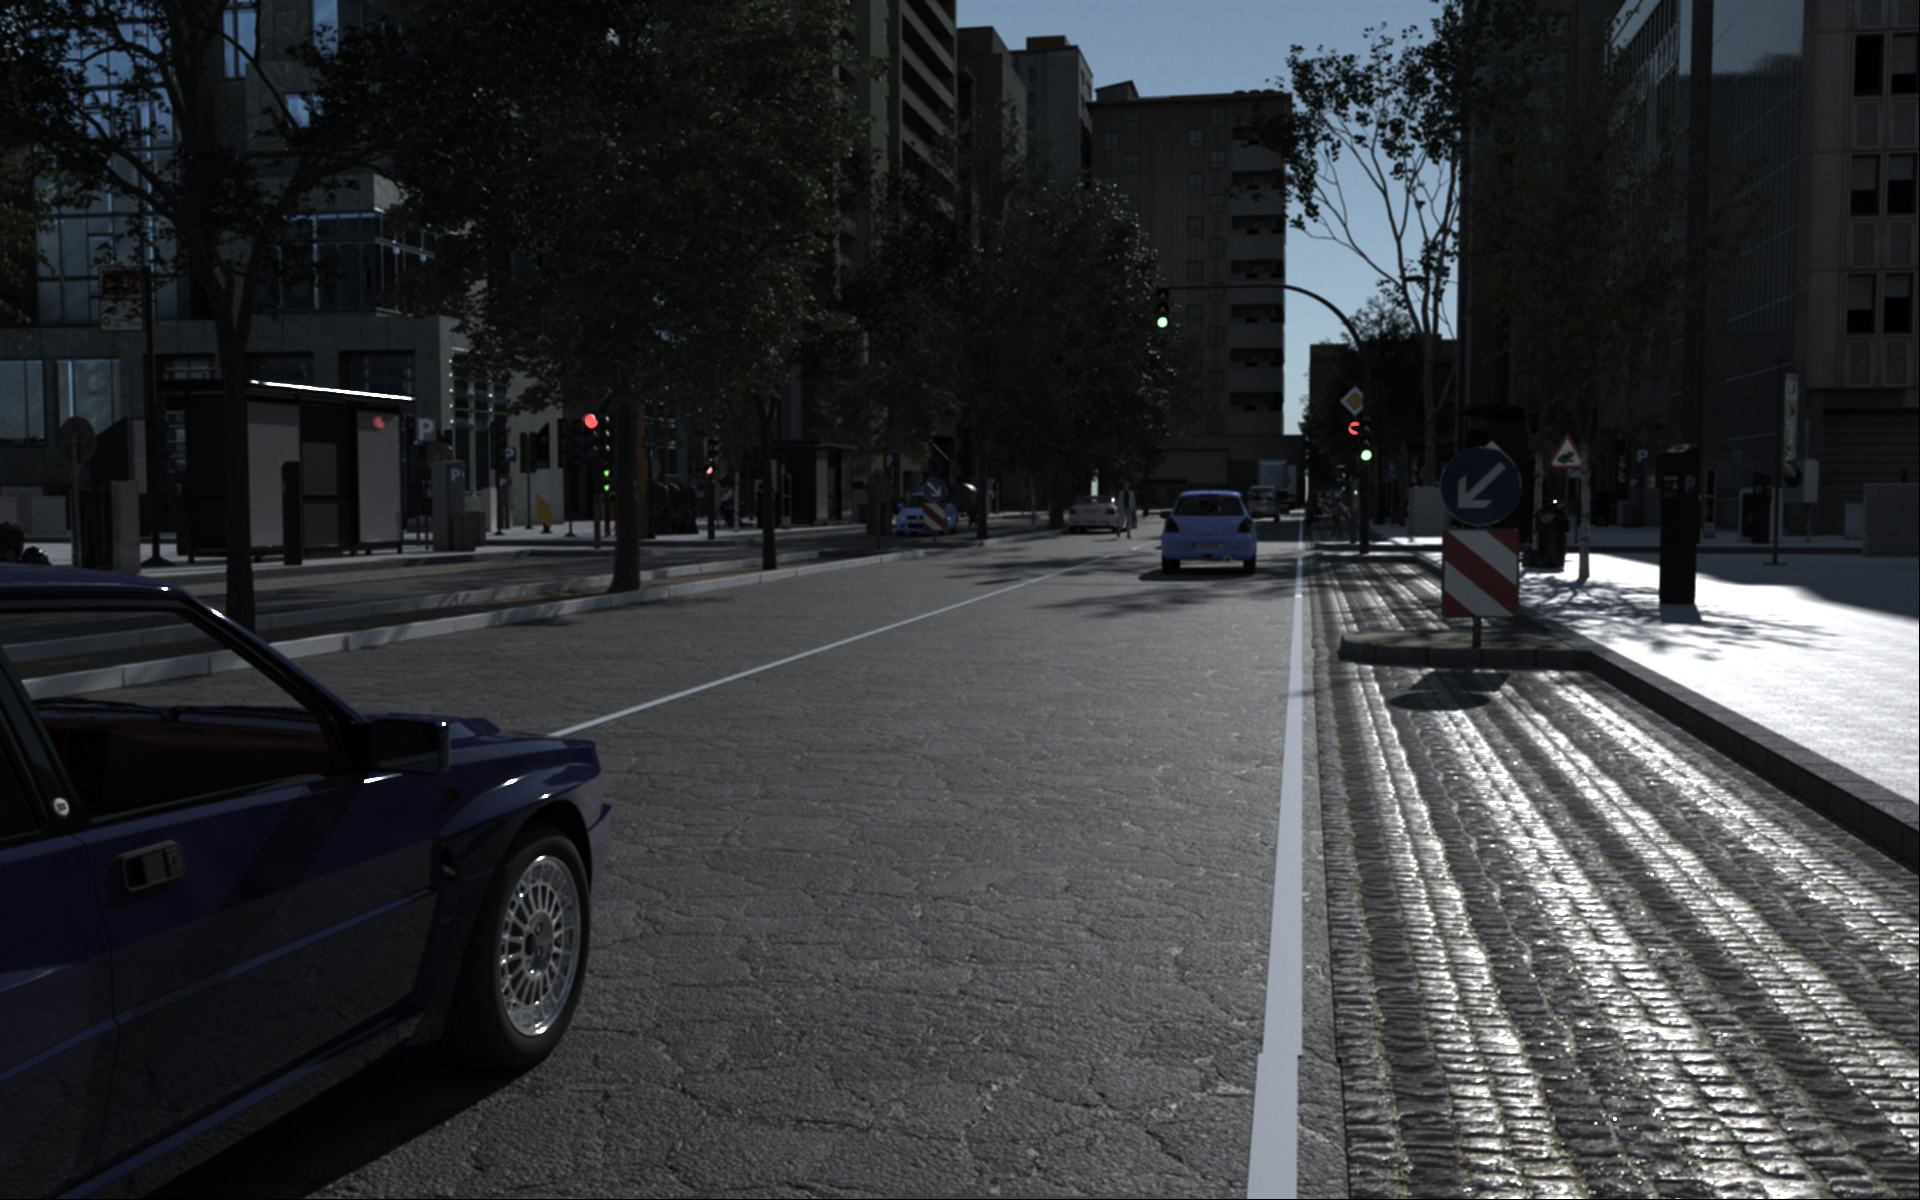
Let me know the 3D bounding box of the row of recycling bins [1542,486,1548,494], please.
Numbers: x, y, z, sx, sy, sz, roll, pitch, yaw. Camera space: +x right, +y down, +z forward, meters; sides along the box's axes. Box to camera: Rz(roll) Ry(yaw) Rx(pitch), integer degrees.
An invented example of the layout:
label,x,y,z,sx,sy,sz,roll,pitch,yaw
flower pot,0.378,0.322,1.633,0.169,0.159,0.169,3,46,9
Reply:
label,x,y,z,sx,sy,sz,roll,pitch,yaw
row of recycling bins,25.936,-4.560,81.671,3.534,1.692,1.069,2,4,33

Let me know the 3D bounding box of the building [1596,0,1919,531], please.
label,x,y,z,sx,sy,sz,roll,pitch,yaw
building,35.945,-15.751,75.555,12.078,24.808,19.932,1,4,11

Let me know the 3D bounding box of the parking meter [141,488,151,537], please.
label,x,y,z,sx,sy,sz,roll,pitch,yaw
parking meter,-24.482,-2.662,51.931,0.372,1.533,0.369,0,3,0

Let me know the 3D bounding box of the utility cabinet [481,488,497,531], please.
label,x,y,z,sx,sy,sz,roll,pitch,yaw
utility cabinet,-16.127,-3.096,59.297,0.318,1.500,1.173,0,4,-5

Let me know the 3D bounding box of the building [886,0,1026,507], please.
label,x,y,z,sx,sy,sz,roll,pitch,yaw
building,-5.254,-33.992,179.475,21.600,48.544,21.300,1,4,11

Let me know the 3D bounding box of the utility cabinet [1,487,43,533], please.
label,x,y,z,sx,sy,sz,roll,pitch,yaw
utility cabinet,-30.502,-2.916,56.355,1.173,1.500,0.318,-1,4,-17

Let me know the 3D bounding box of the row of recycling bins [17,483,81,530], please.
label,x,y,z,sx,sy,sz,roll,pitch,yaw
row of recycling bins,-33.154,-3.420,63.027,3.534,1.692,1.069,2,4,33

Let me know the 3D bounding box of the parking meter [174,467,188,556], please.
label,x,y,z,sx,sy,sz,roll,pitch,yaw
parking meter,-16.162,-1.863,36.172,0.255,1.863,0.399,2,4,25

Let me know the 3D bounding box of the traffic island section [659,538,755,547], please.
label,x,y,z,sx,sy,sz,roll,pitch,yaw
traffic island section,-6.990,-1.606,48.547,2.009,0.180,2.903,1,4,11

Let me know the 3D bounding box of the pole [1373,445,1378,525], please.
label,x,y,z,sx,sy,sz,roll,pitch,yaw
pole,17.402,-4.811,72.499,0.158,3.312,0.155,0,3,0

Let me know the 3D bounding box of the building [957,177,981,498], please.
label,x,y,z,sx,sy,sz,roll,pitch,yaw
building,-6.269,-23.421,154.628,14.160,30.474,14.107,1,4,11

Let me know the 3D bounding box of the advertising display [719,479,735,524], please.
label,x,y,z,sx,sy,sz,roll,pitch,yaw
advertising display,-9.966,-4.221,74.221,0.974,1.923,0.123,3,5,45

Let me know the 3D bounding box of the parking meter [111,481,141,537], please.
label,x,y,z,sx,sy,sz,roll,pitch,yaw
parking meter,-15.670,-1.470,32.439,0.372,1.533,0.369,0,3,0

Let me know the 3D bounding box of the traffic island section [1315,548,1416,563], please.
label,x,y,z,sx,sy,sz,roll,pitch,yaw
traffic island section,8.719,-0.919,37.309,2.009,0.180,2.903,1,4,11

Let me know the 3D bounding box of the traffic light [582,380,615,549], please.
label,x,y,z,sx,sy,sz,roll,pitch,yaw
traffic light,-8.501,-3.159,40.570,0.839,4.253,0.868,1,4,11

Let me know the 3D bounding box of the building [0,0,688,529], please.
label,x,y,z,sx,sy,sz,roll,pitch,yaw
building,-26.669,-46.773,77.417,22.319,86.520,31.000,1,4,11

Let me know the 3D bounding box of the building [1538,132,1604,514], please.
label,x,y,z,sx,sy,sz,roll,pitch,yaw
building,42.672,-17.181,99.972,14.314,24.678,30.058,1,4,11

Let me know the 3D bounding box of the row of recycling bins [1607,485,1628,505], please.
label,x,y,z,sx,sy,sz,roll,pitch,yaw
row of recycling bins,29.106,-4.253,76.653,1.069,1.692,3.534,1,4,19

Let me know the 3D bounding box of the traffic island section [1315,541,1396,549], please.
label,x,y,z,sx,sy,sz,roll,pitch,yaw
traffic island section,10.268,-1.398,45.143,2.009,0.180,2.903,1,4,11

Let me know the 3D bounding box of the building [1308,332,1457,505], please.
label,x,y,z,sx,sy,sz,roll,pitch,yaw
building,59.460,-23.045,221.821,28.899,21.520,27.650,1,4,11

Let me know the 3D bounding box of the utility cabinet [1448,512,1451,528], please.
label,x,y,z,sx,sy,sz,roll,pitch,yaw
utility cabinet,17.827,-3.446,65.025,1.173,1.500,0.318,2,4,31

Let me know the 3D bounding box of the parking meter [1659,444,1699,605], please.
label,x,y,z,sx,sy,sz,roll,pitch,yaw
parking meter,8.392,-0.888,20.228,0.399,1.863,0.255,-2,4,-32

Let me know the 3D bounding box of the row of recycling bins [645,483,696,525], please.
label,x,y,z,sx,sy,sz,roll,pitch,yaw
row of recycling bins,-10.664,-3.488,64.140,1.069,1.692,3.534,1,4,12

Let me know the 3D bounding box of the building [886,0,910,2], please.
label,x,y,z,sx,sy,sz,roll,pitch,yaw
building,-12.771,-31.406,137.193,21.300,48.544,21.600,1,4,11

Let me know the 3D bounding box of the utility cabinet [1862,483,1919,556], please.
label,x,y,z,sx,sy,sz,roll,pitch,yaw
utility cabinet,19.144,-1.635,35.419,1.173,1.500,0.318,1,4,16

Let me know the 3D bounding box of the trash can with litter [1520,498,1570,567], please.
label,x,y,z,sx,sy,sz,roll,pitch,yaw
trash can with litter,10.175,-1.160,30.347,0.624,1.170,1.055,-1,4,-19

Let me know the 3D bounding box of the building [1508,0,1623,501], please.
label,x,y,z,sx,sy,sz,roll,pitch,yaw
building,48.370,-27.274,129.521,14.154,41.232,14.086,1,4,11

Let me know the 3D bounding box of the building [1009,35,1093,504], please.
label,x,y,z,sx,sy,sz,roll,pitch,yaw
building,3.005,-41.991,228.558,28.212,58.520,21.231,1,4,11

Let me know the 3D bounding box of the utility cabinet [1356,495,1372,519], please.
label,x,y,z,sx,sy,sz,roll,pitch,yaw
utility cabinet,20.825,-4.788,89.451,0.306,1.237,1.020,-2,4,-24

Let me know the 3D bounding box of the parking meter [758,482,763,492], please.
label,x,y,z,sx,sy,sz,roll,pitch,yaw
parking meter,-9.704,-4.866,85.277,0.399,1.863,0.255,1,4,8

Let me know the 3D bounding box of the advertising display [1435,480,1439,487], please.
label,x,y,z,sx,sy,sz,roll,pitch,yaw
advertising display,21.459,-4.451,77.984,0.974,1.923,0.123,1,4,10

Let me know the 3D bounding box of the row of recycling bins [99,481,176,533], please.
label,x,y,z,sx,sy,sz,roll,pitch,yaw
row of recycling bins,-26.908,-3.039,56.808,1.069,1.692,3.534,1,4,11

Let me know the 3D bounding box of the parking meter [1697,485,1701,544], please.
label,x,y,z,sx,sy,sz,roll,pitch,yaw
parking meter,18.936,-2.223,44.754,0.372,1.533,0.369,0,3,0

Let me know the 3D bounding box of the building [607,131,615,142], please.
label,x,y,z,sx,sy,sz,roll,pitch,yaw
building,-26.277,-45.534,182.729,20.611,71.187,20.563,1,4,11

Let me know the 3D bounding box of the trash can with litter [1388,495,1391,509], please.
label,x,y,z,sx,sy,sz,roll,pitch,yaw
trash can with litter,27.368,-5.980,108.827,1.678,1.210,2.233,-3,5,-41

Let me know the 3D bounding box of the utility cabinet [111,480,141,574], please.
label,x,y,z,sx,sy,sz,roll,pitch,yaw
utility cabinet,-13.413,-1.170,27.815,0.318,1.500,1.173,-2,4,-31

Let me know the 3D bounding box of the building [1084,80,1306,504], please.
label,x,y,z,sx,sy,sz,roll,pitch,yaw
building,31.707,-39.051,227.722,27.495,52.752,28.713,1,4,11

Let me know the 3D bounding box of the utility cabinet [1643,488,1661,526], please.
label,x,y,z,sx,sy,sz,roll,pitch,yaw
utility cabinet,27.457,-3.660,68.522,0.318,1.500,1.173,-2,4,-26

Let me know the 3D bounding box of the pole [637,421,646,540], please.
label,x,y,z,sx,sy,sz,roll,pitch,yaw
pole,-8.882,-3.331,48.313,0.158,3.312,0.155,0,3,0

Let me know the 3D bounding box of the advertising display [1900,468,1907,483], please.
label,x,y,z,sx,sy,sz,roll,pitch,yaw
advertising display,23.712,-2.346,43.566,0.123,1.923,0.974,2,4,26

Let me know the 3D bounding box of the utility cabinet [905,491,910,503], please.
label,x,y,z,sx,sy,sz,roll,pitch,yaw
utility cabinet,-3.468,-6.551,115.793,0.318,1.500,1.173,0,4,-8

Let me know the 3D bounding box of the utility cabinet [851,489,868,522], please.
label,x,y,z,sx,sy,sz,roll,pitch,yaw
utility cabinet,-4.724,-4.353,79.857,1.173,1.500,0.318,-1,4,-9

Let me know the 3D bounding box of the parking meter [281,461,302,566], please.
label,x,y,z,sx,sy,sz,roll,pitch,yaw
parking meter,-12.050,-1.561,31.233,0.255,1.863,0.399,-2,4,-33

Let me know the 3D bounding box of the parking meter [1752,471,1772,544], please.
label,x,y,z,sx,sy,sz,roll,pitch,yaw
parking meter,20.686,-2.384,44.683,0.255,1.863,0.399,-2,4,-33

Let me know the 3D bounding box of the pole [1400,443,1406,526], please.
label,x,y,z,sx,sy,sz,roll,pitch,yaw
pole,17.557,-4.576,68.666,0.158,3.312,0.155,0,3,0

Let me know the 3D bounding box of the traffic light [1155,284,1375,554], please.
label,x,y,z,sx,sy,sz,roll,pitch,yaw
traffic light,6.613,-3.841,37.467,4.771,5.953,1.251,1,4,11

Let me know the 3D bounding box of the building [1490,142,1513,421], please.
label,x,y,z,sx,sy,sz,roll,pitch,yaw
building,51.163,-22.749,143.643,14.160,30.474,14.107,1,4,11

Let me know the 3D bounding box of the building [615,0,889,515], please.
label,x,y,z,sx,sy,sz,roll,pitch,yaw
building,-12.960,-26.136,110.921,14.154,41.232,14.086,1,4,11

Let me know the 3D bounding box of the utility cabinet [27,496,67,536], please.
label,x,y,z,sx,sy,sz,roll,pitch,yaw
utility cabinet,-28.143,-2.583,53.388,0.306,1.237,1.020,3,5,45

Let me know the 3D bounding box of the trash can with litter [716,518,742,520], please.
label,x,y,z,sx,sy,sz,roll,pitch,yaw
trash can with litter,-11.418,-4.623,86.649,1.678,1.210,2.233,1,4,17

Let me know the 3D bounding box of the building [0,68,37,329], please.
label,x,y,z,sx,sy,sz,roll,pitch,yaw
building,-55.314,-14.450,81.294,28.899,21.520,27.650,1,4,11

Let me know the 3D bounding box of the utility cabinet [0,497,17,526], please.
label,x,y,z,sx,sy,sz,roll,pitch,yaw
utility cabinet,-19.724,-1.468,35.158,0.306,1.237,1.020,2,4,35

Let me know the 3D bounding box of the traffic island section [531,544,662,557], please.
label,x,y,z,sx,sy,sz,roll,pitch,yaw
traffic island section,-8.538,-1.127,40.713,2.009,0.180,2.903,1,4,11

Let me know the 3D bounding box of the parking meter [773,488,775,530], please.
label,x,y,z,sx,sy,sz,roll,pitch,yaw
parking meter,-6.743,-3.230,61.226,0.372,1.533,0.369,0,3,0

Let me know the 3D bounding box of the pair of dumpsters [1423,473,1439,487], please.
label,x,y,z,sx,sy,sz,roll,pitch,yaw
pair of dumpsters,22.388,-4.777,80.598,1.574,2.255,4.437,1,4,11

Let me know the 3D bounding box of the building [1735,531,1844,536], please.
label,x,y,z,sx,sy,sz,roll,pitch,yaw
building,36.150,-14.553,55.964,19.932,24.808,12.078,1,4,11

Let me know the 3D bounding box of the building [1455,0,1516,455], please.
label,x,y,z,sx,sy,sz,roll,pitch,yaw
building,57.995,-38.004,163.360,21.231,58.520,28.212,1,4,11

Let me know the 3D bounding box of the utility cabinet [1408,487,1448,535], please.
label,x,y,z,sx,sy,sz,roll,pitch,yaw
utility cabinet,14.578,-2.781,54.147,1.173,1.500,0.318,-1,4,-21
